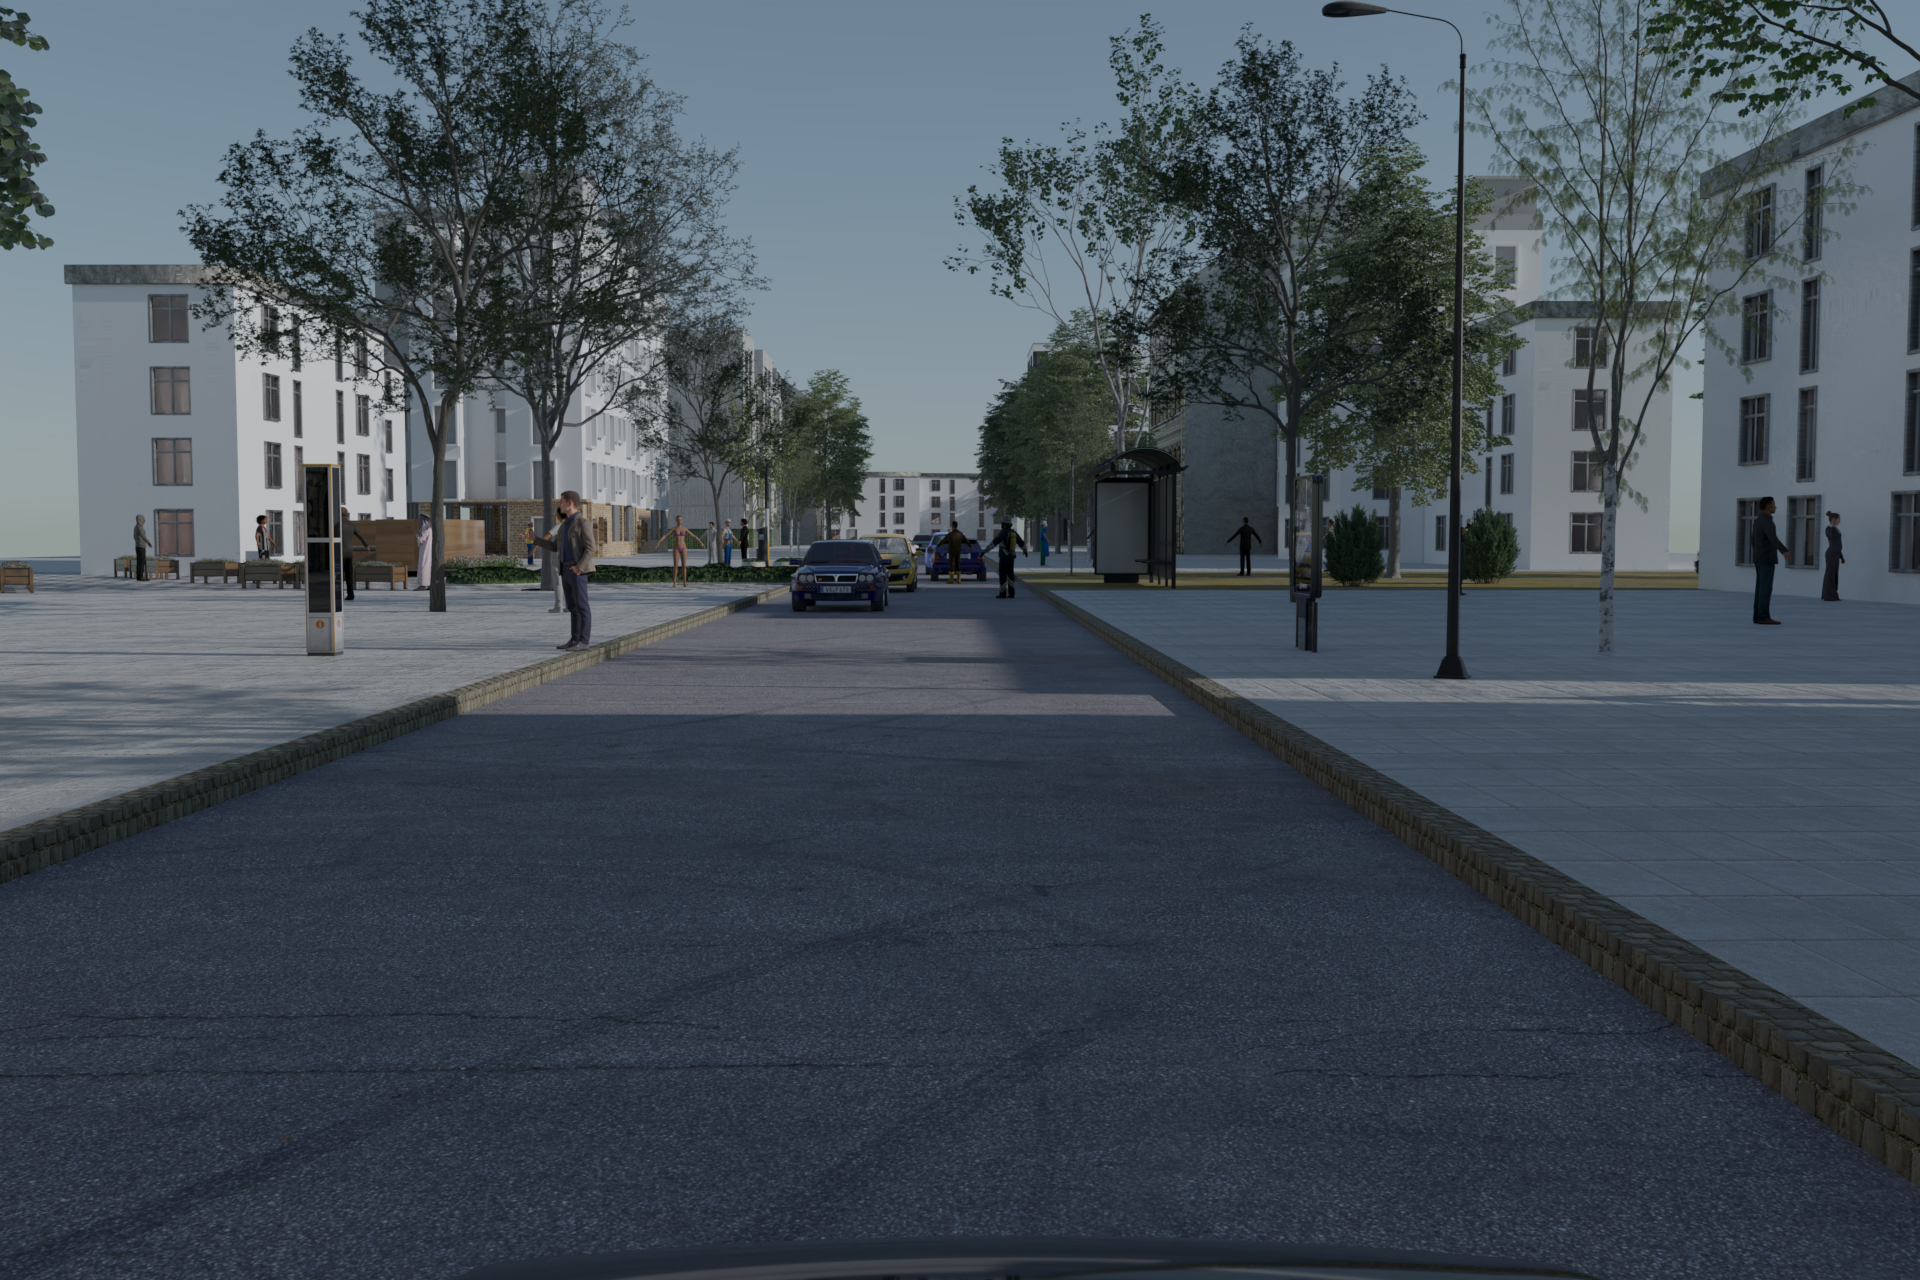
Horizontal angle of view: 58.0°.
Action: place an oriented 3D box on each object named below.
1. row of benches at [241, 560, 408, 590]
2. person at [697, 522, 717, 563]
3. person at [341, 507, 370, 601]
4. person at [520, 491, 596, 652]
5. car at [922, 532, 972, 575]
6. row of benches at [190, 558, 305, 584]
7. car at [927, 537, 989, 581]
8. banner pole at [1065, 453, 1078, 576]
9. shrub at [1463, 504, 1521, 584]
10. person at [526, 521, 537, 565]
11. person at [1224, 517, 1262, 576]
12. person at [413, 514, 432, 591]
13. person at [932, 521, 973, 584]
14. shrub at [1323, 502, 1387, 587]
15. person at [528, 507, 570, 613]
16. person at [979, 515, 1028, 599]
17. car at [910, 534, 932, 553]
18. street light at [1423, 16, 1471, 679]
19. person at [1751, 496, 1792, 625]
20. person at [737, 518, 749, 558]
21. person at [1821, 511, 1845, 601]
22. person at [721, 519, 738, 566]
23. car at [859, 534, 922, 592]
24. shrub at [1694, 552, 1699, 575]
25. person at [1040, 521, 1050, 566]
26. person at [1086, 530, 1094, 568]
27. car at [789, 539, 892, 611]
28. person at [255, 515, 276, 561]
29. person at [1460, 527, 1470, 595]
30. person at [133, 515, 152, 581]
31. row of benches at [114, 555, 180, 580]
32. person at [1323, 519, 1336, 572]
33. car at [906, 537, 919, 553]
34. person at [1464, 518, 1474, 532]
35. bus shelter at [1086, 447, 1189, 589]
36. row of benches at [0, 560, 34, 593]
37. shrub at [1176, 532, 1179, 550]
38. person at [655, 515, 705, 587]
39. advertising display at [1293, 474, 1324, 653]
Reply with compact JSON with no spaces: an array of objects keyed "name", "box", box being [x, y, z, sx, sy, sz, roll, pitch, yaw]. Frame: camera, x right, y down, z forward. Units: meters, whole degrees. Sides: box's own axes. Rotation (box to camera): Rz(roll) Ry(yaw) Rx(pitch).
[{"name":"row of benches","box":[-14.933,-1.529,40.465,4.104,0.672,1.422,1,4,13]},{"name":"person","box":[-10.595,-4.131,73.730,1.347,1.806,0.705,2,4,28]},{"name":"person","box":[-11.919,-1.666,33.423,0.705,1.807,1.348,2,4,34]},{"name":"person","box":[-4.408,-0.761,19.019,0.750,1.759,0.617,-2,4,-24]},{"name":"car","box":[-0.402,-3.198,61.886,1.945,1.707,3.694,0,4,-1]},{"name":"row of benches","box":[-18.110,-1.800,44.896,4.104,0.672,1.422,1,4,13]},{"name":"car","box":[-0.061,-2.528,53.915,1.945,1.354,3.894,0,4,-1]},{"name":"banner pole","box":[3.444,-3.860,53.123,0.401,3.779,0.863,0,4,-1]},{"name":"shrub","box":[13.644,-2.500,44.919,1.661,2.075,1.752,0,3,0]},{"name":"person","box":[-17.678,-4.003,71.422,0.705,1.833,1.349,-2,4,-32]},{"name":"person","box":[8.730,-2.867,53.094,1.346,1.802,0.704,-2,4,-24]},{"name":"person","box":[-12.078,-1.982,39.118,0.621,1.740,0.551,-2,4,-25]},{"name":"person","box":[-0.172,-2.539,50.107,1.346,1.812,0.704,-2,4,-31]},{"name":"shrub","box":[9.702,-2.354,42.528,1.661,2.075,1.752,0,3,0]},{"name":"person","box":[-6.555,-1.316,28.288,0.721,1.739,1.217,2,4,34]},{"name":"person","box":[1.025,-1.858,38.613,1.354,1.856,0.705,-3,4,-37]},{"name":"car","box":[-2.534,-6.732,119.850,2.009,1.686,4.222,0,3,0]},{"name":"street light","box":[4.933,-2.614,15.273,1.470,5.913,1.316,0,4,-1]},{"name":"person","box":[11.488,-1.136,24.640,0.705,1.821,1.348,0,4,8]},{"name":"person","box":[-7.274,-3.176,58.106,0.705,1.806,1.347,0,4,0]},{"name":"person","box":[16.660,-1.595,32.925,0.445,1.727,0.742,1,4,12]},{"name":"person","box":[-8.411,-3.492,62.950,0.705,1.847,1.347,1,4,18]},{"name":"car","box":[-1.956,-2.064,43.964,2.015,1.641,3.980,0,3,0]},{"name":"shrub","box":[21.511,-2.353,49.585,1.383,1.207,1.383,0,3,0]},{"name":"person","box":[3.350,-3.829,68.734,0.704,1.817,1.347,-1,4,-9]},{"name":"person","box":[5.122,-3.493,63.827,1.216,1.740,0.721,-2,4,-34]},{"name":"car","box":[-2.272,-1.270,33.340,1.945,1.354,3.894,0,4,-1]},{"name":"person","box":[-19.546,-2.600,48.654,0.704,1.843,1.345,0,4,-3]},{"name":"person","box":[10.551,-1.659,36.336,0.599,1.438,0.989,2,4,29]},{"name":"person","box":[-22.375,-2.522,47.362,0.705,1.813,1.348,-3,4,-38]},{"name":"row of benches","box":[-23.704,-2.135,50.364,1.422,0.672,4.104,-3,5,-41]},{"name":"person","box":[12.630,-3.234,59.155,0.705,1.796,1.348,3,5,44]},{"name":"car","box":[-2.619,-3.301,66.333,2.083,1.381,4.827,0,4,0]},{"name":"person","box":[18.068,-3.400,61.366,0.705,1.858,1.354,-3,5,-41]},{"name":"bus shelter","box":[4.306,-3.000,42.976,2.014,3.302,5.546,0,4,0]},{"name":"row of benches","box":[-21.498,-1.466,39.430,1.422,0.672,4.104,-2,4,-29]},{"name":"shrub","box":[6.217,-3.152,55.955,1.690,2.028,1.600,0,3,0]},{"name":"person","box":[-6.785,-2.151,41.975,1.217,1.733,0.721,-1,4,-18]},{"name":"advertising display","box":[3.835,-0.851,19.123,0.123,1.923,0.974,0,4,-1]}]
